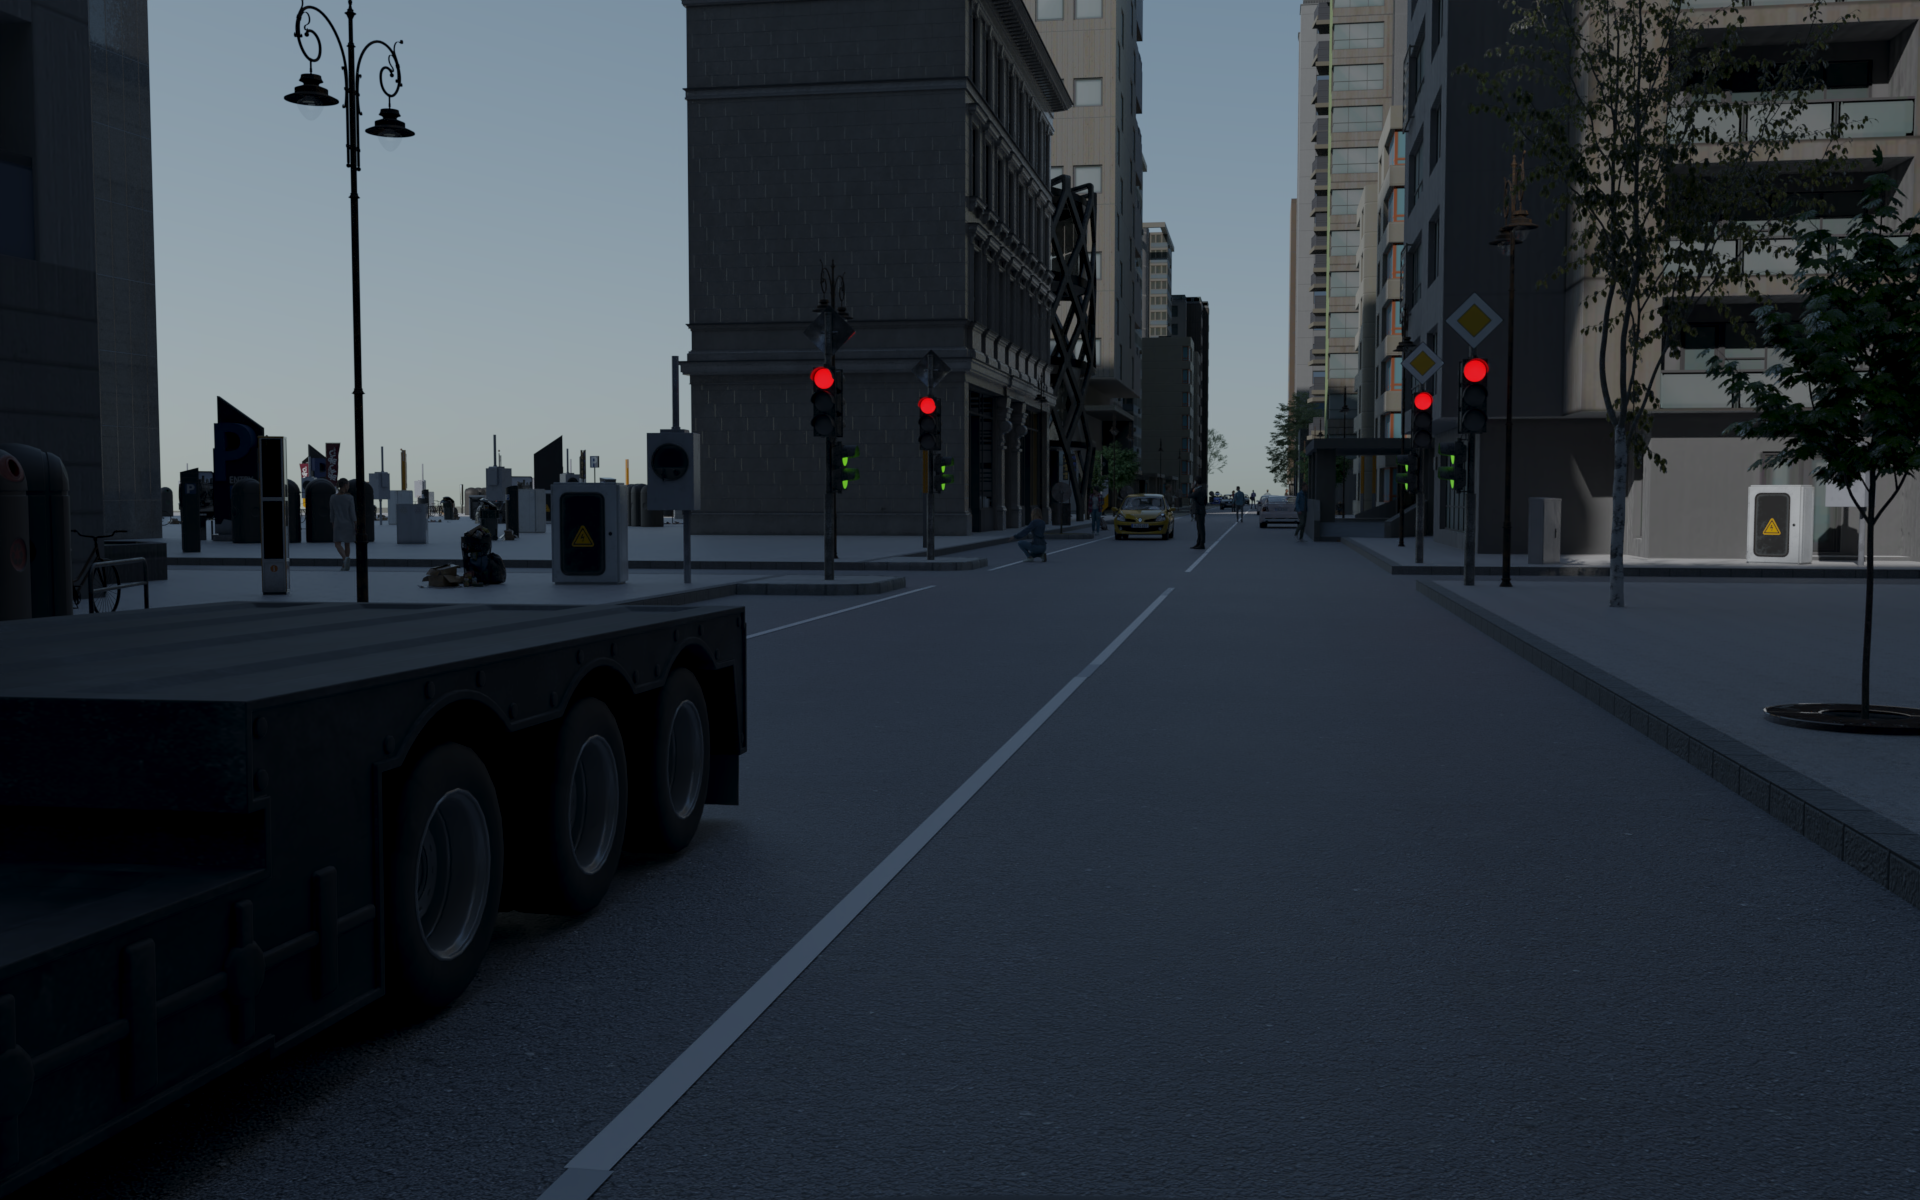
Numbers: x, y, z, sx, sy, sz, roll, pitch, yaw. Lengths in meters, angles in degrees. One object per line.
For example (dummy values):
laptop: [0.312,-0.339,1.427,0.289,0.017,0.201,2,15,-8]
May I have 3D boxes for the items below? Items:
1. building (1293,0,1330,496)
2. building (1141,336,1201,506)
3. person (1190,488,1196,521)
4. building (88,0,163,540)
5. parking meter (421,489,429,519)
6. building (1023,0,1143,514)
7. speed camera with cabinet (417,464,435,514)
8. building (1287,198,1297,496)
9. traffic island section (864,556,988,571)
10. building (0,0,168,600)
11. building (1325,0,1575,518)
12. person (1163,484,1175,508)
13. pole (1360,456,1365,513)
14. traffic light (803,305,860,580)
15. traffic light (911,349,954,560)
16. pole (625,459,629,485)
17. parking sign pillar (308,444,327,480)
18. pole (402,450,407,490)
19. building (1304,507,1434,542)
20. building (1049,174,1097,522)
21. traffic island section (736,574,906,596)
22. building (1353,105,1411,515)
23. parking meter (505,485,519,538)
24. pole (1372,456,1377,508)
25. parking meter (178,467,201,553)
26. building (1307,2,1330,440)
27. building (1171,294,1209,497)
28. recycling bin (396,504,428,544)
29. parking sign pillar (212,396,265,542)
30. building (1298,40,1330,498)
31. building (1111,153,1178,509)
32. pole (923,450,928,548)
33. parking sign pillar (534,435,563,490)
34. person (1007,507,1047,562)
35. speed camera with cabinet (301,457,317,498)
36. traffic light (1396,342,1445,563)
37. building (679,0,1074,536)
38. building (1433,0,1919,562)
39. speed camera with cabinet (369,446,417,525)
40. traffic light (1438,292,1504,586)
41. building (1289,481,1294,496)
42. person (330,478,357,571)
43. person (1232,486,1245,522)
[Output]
building: [51.011,-40.719,207.746,21.231,58.520,28.212,1,4,10]
building: [14.208,-22.141,207.037,27.650,21.520,28.899,1,4,10]
person: [12.489,-5.029,91.209,0.782,1.767,0.515,-1,4,-11]
building: [-34.049,-13.914,45.508,19.932,24.808,12.078,1,4,10]
parking meter: [-27.910,-5.016,90.418,0.372,1.533,0.369,0,3,0]
building: [-1.222,-32.668,123.355,28.713,52.752,27.495,1,4,10]
speed camera with cabinet: [-35.099,-7.286,113.455,0.660,3.252,2.038,0,4,4]
building: [55.197,-36.913,253.641,14.600,45.320,14.200,1,4,10]
traffic island section: [-0.592,-0.705,33.806,2.009,0.180,2.903,1,4,10]
building: [-25.176,-29.097,17.731,28.212,58.520,21.231,1,4,10]
building: [31.051,-26.251,112.791,14.154,41.232,14.086,1,4,10]
person: [6.969,-2.977,57.719,0.362,1.759,0.519,-1,4,-17]
pole: [21.489,-6.033,92.482,0.158,3.312,0.155,0,3,0]
traffic light: [-1.939,-2.256,25.800,0.839,4.253,0.868,1,4,10]
traffic light: [-0.554,-2.737,33.665,0.839,4.253,0.868,1,4,10]
pole: [-19.459,-6.573,101.315,0.158,3.312,0.155,0,3,0]
parking sign pillar: [-34.612,-6.446,93.868,1.447,3.967,1.447,2,4,34]
pole: [-25.645,-5.267,79.951,0.158,3.312,0.155,0,3,0]
building: [27.747,-22.213,55.067,32.217,40.220,23.993,1,4,10]
building: [-2.024,-13.186,83.037,16.820,18.784,16.811,1,4,10]
traffic island section: [-1.977,-0.224,25.942,2.009,0.180,2.903,1,4,10]
building: [35.251,-14.935,89.230,27.650,21.520,28.899,1,4,10]
parking meter: [-13.043,-2.570,50.434,0.372,1.533,0.369,0,3,0]
pole: [18.725,-5.165,78.290,0.158,3.312,0.155,0,3,0]
parking meter: [-16.905,-1.974,37.992,0.399,1.863,0.255,-2,4,-32]
building: [38.309,-29.269,133.174,22.147,44.769,28.867,1,4,10]
building: [28.685,-29.295,250.665,14.160,30.474,14.107,1,4,10]
recycling bin: [-14.195,-1.978,44.899,0.722,1.027,0.722,-1,4,-11]
parking sign pillar: [-19.709,-3.602,47.366,1.447,3.967,1.447,0,4,8]
building: [43.613,-51.912,161.425,22.319,86.520,31.000,1,4,10]
building: [5.480,-29.448,173.358,32.217,40.220,23.993,1,4,10]
pole: [-0.788,-2.903,41.308,0.158,3.312,0.155,0,3,0]
parking sign pillar: [-18.719,-5.527,78.832,1.447,3.967,1.447,-1,4,-9]
person: [1.452,-1.383,36.610,1.012,1.151,0.738,-3,5,-43]
speed camera with cabinet: [-35.115,-5.947,91.565,2.038,3.252,0.660,0,4,-4]
traffic light: [8.521,-2.640,32.088,0.839,4.253,0.868,1,4,10]
building: [-3.917,-12.438,54.275,10.553,20.767,40.483,1,4,10]
building: [17.532,-21.673,37.941,14.086,41.232,14.154,1,4,10]
speed camera with cabinet: [-23.807,-4.779,72.474,0.660,3.252,2.038,2,4,24]
traffic light: [7.135,-2.159,24.223,0.839,4.253,0.868,1,4,10]
building: [60.969,-33.097,233.011,32.217,40.220,23.993,1,4,10]
person: [-11.278,-1.377,31.763,0.466,1.731,0.760,-3,4,-36]
person: [14.144,-4.862,87.861,0.638,1.841,0.748,0,4,8]
